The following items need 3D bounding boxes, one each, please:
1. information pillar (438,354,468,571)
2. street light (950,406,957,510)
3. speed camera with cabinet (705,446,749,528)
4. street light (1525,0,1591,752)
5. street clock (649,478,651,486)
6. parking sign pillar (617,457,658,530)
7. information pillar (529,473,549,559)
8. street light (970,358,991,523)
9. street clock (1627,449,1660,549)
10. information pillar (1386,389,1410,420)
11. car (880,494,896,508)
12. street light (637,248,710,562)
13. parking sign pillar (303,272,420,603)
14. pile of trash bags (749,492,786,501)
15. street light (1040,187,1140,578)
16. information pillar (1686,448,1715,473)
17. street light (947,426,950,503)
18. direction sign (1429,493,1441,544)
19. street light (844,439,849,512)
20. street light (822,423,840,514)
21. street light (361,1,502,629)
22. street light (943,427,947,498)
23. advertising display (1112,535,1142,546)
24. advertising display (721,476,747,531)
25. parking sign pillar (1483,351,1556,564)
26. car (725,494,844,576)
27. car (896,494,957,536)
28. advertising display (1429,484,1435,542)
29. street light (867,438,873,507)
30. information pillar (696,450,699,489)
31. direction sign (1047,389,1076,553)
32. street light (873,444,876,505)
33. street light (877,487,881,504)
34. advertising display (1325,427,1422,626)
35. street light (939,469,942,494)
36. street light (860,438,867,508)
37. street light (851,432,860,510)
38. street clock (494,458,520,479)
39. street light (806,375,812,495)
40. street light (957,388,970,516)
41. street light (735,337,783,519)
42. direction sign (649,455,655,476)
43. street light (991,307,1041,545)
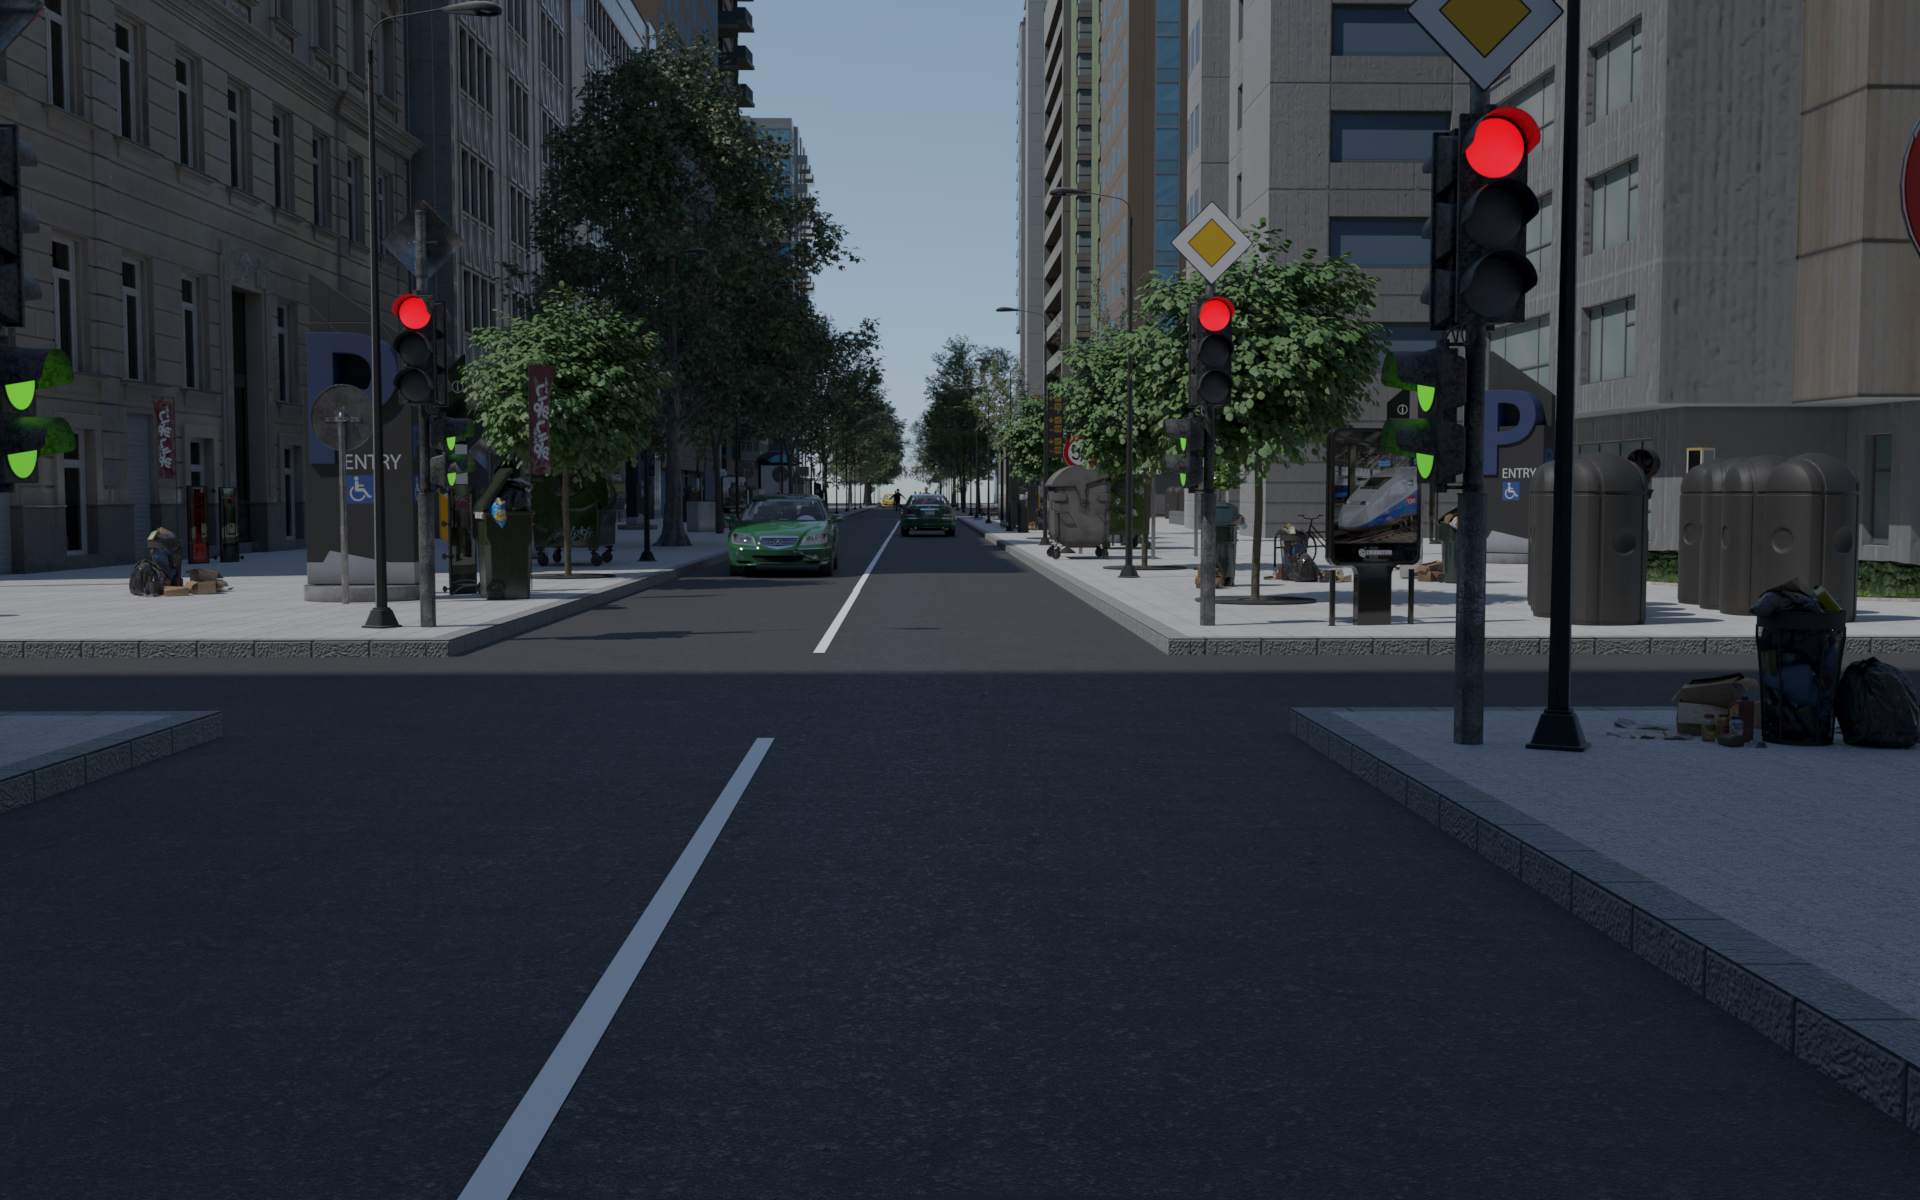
[{"bbox_3d":[-8.448,-2.296,28.901,0.504,3.616,0.183,-3,5,-39],"label":"information pillar"},{"bbox_3d":[0.347,-7.299,91.872,1.470,5.913,1.316,0,4,-1],"label":"street light"},{"bbox_3d":[-8.791,-4.344,65.361,0.660,3.252,2.038,2,4,29],"label":"speed camera with cabinet"},{"bbox_3d":[2.491,-2.205,8.593,1.470,5.913,1.316,0,4,-1],"label":"street light"},{"bbox_3d":[-12.307,-3.852,67.552,0.471,2.002,0.358,1,4,13],"label":"street clock"},{"bbox_3d":[-11.647,-4.526,62.471,1.447,3.967,1.447,1,4,9],"label":"parking sign pillar"},{"bbox_3d":[-8.305,-1.813,34.134,0.304,2.012,0.304,0,4,0],"label":"information pillar"},{"bbox_3d":[1.186,-5.312,59.395,1.470,5.913,1.316,0,4,-1],"label":"street light"},{"bbox_3d":[10.940,-1.420,27.785,0.471,2.002,0.358,3,5,44],"label":"street clock"},{"bbox_3d":[9.282,-2.774,36.708,0.504,3.616,0.183,1,4,10],"label":"information pillar"},{"bbox_3d":[-7.161,-10.260,177.974,2.015,1.641,3.980,0,4,-1],"label":"car"},{"bbox_3d":[-5.423,-3.689,32.850,1.470,5.913,1.316,0,4,-1],"label":"street light"},{"bbox_3d":[-7.246,-1.992,21.038,1.447,3.967,1.447,0,4,-1],"label":"parking sign pillar"},{"bbox_3d":[-7.497,-3.652,69.456,1.912,1.369,3.447,-1,4,-21],"label":"pile of trash bags"},{"bbox_3d":[2.051,-3.295,26.407,1.470,5.913,1.316,0,4,-1],"label":"street light"},{"bbox_3d":[11.814,-1.418,27.672,0.304,2.012,0.304,-2,4,-28],"label":"information pillar"},{"bbox_3d":[0.104,-7.966,102.784,1.470,5.913,1.316,0,4,-1],"label":"street light"},{"bbox_3d":[12.228,-3.202,44.354,0.379,3.537,0.876,1,4,12],"label":"direction sign"},{"bbox_3d":[-6.853,-7.391,93.389,1.470,5.913,1.316,0,4,-1],"label":"street light"},{"bbox_3d":[-6.687,-6.826,84.144,1.470,5.913,1.316,0,4,-1],"label":"street light"},{"bbox_3d":[-5.017,-2.687,16.480,1.470,5.913,1.316,0,4,-1],"label":"street light"},{"bbox_3d":[-0.287,-8.959,119.023,1.470,5.913,1.316,0,4,-1],"label":"street light"},{"bbox_3d":[4.160,-2.307,42.939,0.974,1.923,0.123,-2,4,-26],"label":"advertising display"},{"bbox_3d":[-7.940,-3.405,60.892,0.974,1.923,0.123,-2,4,-32],"label":"advertising display"},{"bbox_3d":[10.357,-2.675,32.207,1.447,3.967,1.447,-3,5,-42],"label":"parking sign pillar"},{"bbox_3d":[-3.182,-1.219,31.731,2.131,1.459,4.920,0,4,-2],"label":"car"},{"bbox_3d":[-1.131,-2.946,59.969,2.131,1.459,4.920,0,4,-3],"label":"car"},{"bbox_3d":[12.819,-2.558,47.038,0.123,1.923,0.974,1,4,17],"label":"advertising display"},{"bbox_3d":[-8.142,-10.433,143.121,1.470,5.913,1.316,0,4,-1],"label":"street light"},{"bbox_3d":[-13.845,-6.122,91.444,0.183,3.616,0.504,-1,4,-17],"label":"information pillar"},{"bbox_3d":[2.322,-2.782,37.488,0.876,3.537,0.379,0,4,-4],"label":"direction sign"},{"bbox_3d":[-8.630,-11.434,159.493,1.470,5.913,1.316,0,4,-1],"label":"street light"},{"bbox_3d":[-8.979,-12.480,176.595,1.470,5.913,1.316,0,4,-1],"label":"street light"},{"bbox_3d":[4.036,-0.715,16.911,0.974,1.923,0.123,-1,4,-15],"label":"advertising display"},{"bbox_3d":[-0.709,-9.952,135.261,1.470,5.913,1.316,0,4,-1],"label":"street light"},{"bbox_3d":[-7.765,-9.440,126.882,1.470,5.913,1.316,0,4,-1],"label":"street light"},{"bbox_3d":[-7.313,-8.422,110.234,1.470,5.913,1.316,0,4,-1],"label":"street light"},{"bbox_3d":[-9.168,-1.868,35.110,0.471,2.002,0.358,1,4,16],"label":"street clock"},{"bbox_3d":[-6.305,-5.749,66.537,1.470,5.913,1.316,0,4,-1],"label":"street light"},{"bbox_3d":[0.709,-6.305,75.632,1.470,5.913,1.316,0,4,-1],"label":"street light"},{"bbox_3d":[-5.945,-4.756,50.297,1.470,5.913,1.316,0,4,-1],"label":"street light"},{"bbox_3d":[-13.641,-5.072,74.928,0.876,3.537,0.379,-1,4,-8],"label":"direction sign"},{"bbox_3d":[1.590,-4.319,43.156,1.470,5.913,1.316,0,4,-1],"label":"street light"}]
